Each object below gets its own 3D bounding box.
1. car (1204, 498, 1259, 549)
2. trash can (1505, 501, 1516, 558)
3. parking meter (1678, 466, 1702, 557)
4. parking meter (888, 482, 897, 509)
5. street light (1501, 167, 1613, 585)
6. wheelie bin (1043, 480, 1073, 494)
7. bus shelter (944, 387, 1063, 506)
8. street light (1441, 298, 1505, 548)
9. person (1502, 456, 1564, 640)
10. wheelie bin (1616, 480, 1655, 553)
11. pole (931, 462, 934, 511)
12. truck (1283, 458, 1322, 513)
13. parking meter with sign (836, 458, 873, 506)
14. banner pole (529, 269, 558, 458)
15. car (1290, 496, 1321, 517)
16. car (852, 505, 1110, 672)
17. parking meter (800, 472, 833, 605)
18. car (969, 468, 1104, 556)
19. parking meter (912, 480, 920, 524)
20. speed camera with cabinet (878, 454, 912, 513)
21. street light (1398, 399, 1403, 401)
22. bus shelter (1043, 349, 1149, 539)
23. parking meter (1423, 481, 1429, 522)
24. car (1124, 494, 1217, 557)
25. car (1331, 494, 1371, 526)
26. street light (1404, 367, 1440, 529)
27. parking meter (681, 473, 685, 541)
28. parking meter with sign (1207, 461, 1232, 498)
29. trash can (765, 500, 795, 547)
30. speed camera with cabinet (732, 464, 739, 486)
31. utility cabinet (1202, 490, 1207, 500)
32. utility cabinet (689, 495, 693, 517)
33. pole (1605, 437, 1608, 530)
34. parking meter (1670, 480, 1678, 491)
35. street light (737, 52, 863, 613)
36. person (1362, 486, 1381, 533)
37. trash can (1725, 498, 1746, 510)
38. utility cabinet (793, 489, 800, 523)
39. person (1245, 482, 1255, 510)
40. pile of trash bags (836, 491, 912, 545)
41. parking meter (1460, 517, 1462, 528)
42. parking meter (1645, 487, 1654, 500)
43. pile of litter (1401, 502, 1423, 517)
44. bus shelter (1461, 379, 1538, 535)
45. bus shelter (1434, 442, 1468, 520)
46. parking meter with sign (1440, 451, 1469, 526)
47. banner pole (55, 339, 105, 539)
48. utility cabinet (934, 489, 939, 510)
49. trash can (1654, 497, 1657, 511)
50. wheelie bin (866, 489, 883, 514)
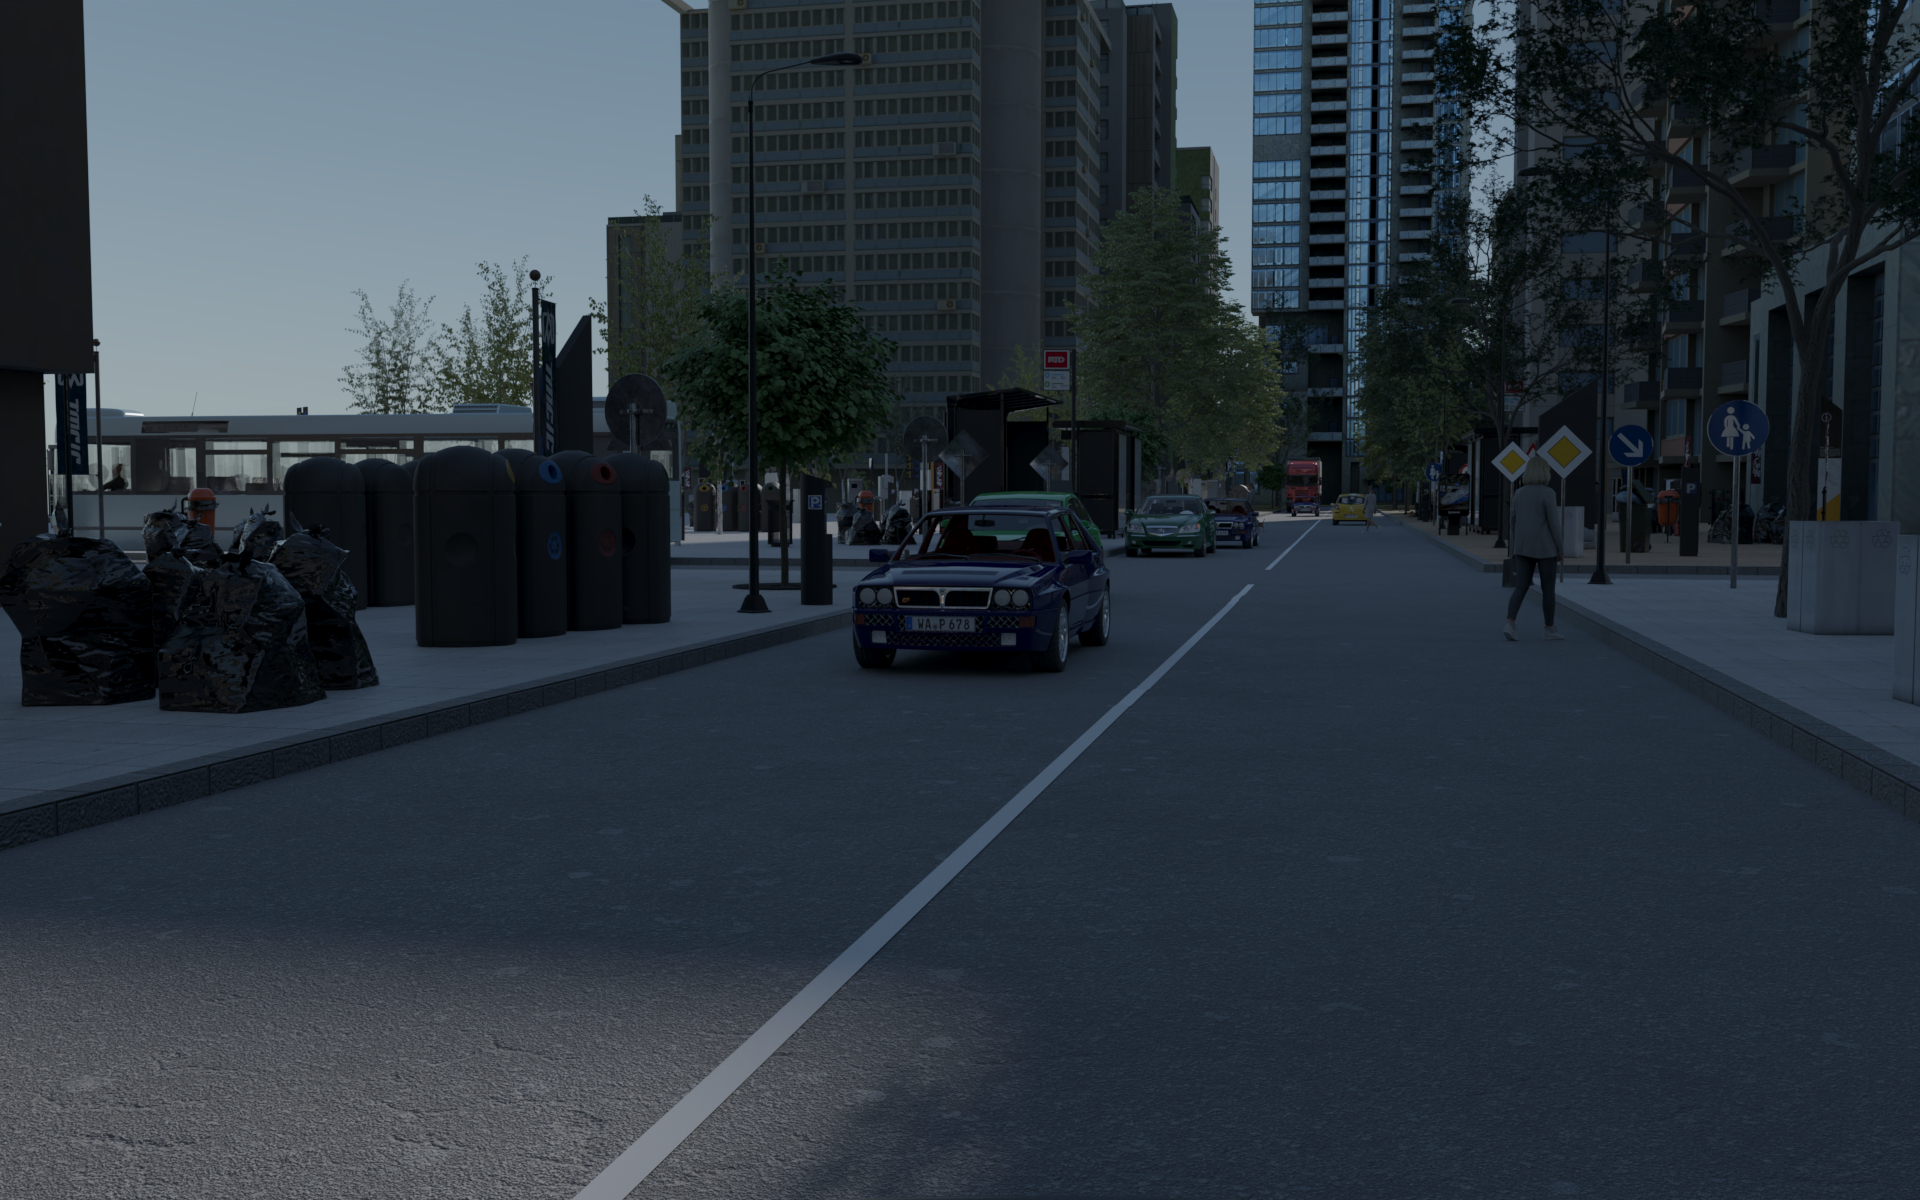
[{"bbox_3d":[7.103,-2.086,46.687,1.945,1.354,3.894,1,4,13],"label":"car"},{"bbox_3d":[10.904,-1.334,33.457,0.748,1.137,0.748,0,3,0],"label":"trash can"},{"bbox_3d":[15.036,-1.830,35.629,0.399,1.863,0.255,1,4,22],"label":"parking meter"},{"bbox_3d":[-3.258,-4.756,83.471,0.399,1.863,0.255,-2,4,-27],"label":"parking meter"},{"bbox_3d":[8.607,-3.187,24.652,1.470,5.913,1.316,1,4,13],"label":"street light"},{"bbox_3d":[2.176,-1.918,39.271,0.980,1.594,0.693,0,4,-7],"label":"wheelie bin"},{"bbox_3d":[1.118,-3.060,41.313,1.731,3.624,6.357,1,4,13],"label":"bus shelter"},{"bbox_3d":[12.316,-4.194,41.116,1.470,5.913,1.316,1,4,13],"label":"street light"},{"bbox_3d":[5.577,-0.509,17.007,0.728,1.800,0.709,-2,4,-32],"label":"person"},{"bbox_3d":[14.797,-1.841,38.002,0.693,1.594,0.980,2,4,35],"label":"wheelie bin"},{"bbox_3d":[-1.108,-4.403,65.835,0.158,3.312,0.155,0,3,0],"label":"pole"},{"bbox_3d":[26.879,-8.954,135.315,2.839,4.237,11.283,1,4,13],"label":"truck"},{"bbox_3d":[-5.101,-5.362,83.934,1.738,3.016,0.543,-1,4,-14],"label":"parking meter with sign"},{"bbox_3d":[-4.707,-1.812,19.644,0.401,3.779,0.863,0,4,8],"label":"banner pole"},{"bbox_3d":[22.109,-6.005,110.760,1.945,1.354,3.894,1,4,12],"label":"car"},{"bbox_3d":[0.275,-0.166,15.287,1.945,1.354,3.894,1,4,13],"label":"car"},{"bbox_3d":[-1.663,-0.714,20.080,0.372,1.533,0.369,0,3,0],"label":"parking meter"},{"bbox_3d":[0.836,-0.873,23.068,1.959,1.807,4.718,1,4,12],"label":"car"},{"bbox_3d":[-1.776,-4.049,71.905,0.399,1.863,0.255,2,4,25],"label":"parking meter"},{"bbox_3d":[-2.967,-5.550,85.083,2.038,3.252,0.660,-1,4,-14],"label":"speed camera with cabinet"},{"bbox_3d":[21.927,-6.844,84.442,1.470,5.913,1.316,1,4,13],"label":"street light"},{"bbox_3d":[3.946,-4.459,50.535,2.179,5.291,8.768,1,4,13],"label":"bus shelter"},{"bbox_3d":[21.412,-4.517,79.570,0.255,1.863,0.399,1,4,19],"label":"parking meter"},{"bbox_3d":[5.013,-1.777,40.859,2.131,1.459,4.920,1,4,13],"label":"car"},{"bbox_3d":[18.181,-4.284,80.267,2.015,1.641,3.980,1,4,14],"label":"car"},{"bbox_3d":[17.090,-5.543,63.170,1.470,5.913,1.316,1,4,13],"label":"street light"},{"bbox_3d":[-7.729,-2.573,47.776,0.255,1.863,0.399,-1,4,-10],"label":"parking meter"},{"bbox_3d":[13.482,-5.845,91.827,1.738,3.016,0.543,2,4,34],"label":"parking meter with sign"},{"bbox_3d":[-4.368,-1.859,42.044,0.748,1.137,0.748,0,3,0],"label":"trash can"},{"bbox_3d":[-14.671,-6.872,106.686,2.038,3.252,0.660,0,4,2],"label":"speed camera with cabinet"},{"bbox_3d":[14.891,-5.921,105.490,0.318,1.500,1.173,1,4,12],"label":"utility cabinet"},{"bbox_3d":[-14.487,-5.185,95.929,1.020,1.237,0.306,0,4,1],"label":"utility cabinet"},{"bbox_3d":[23.171,-4.185,62.272,0.158,3.312,0.155,0,3,0],"label":"pole"},{"bbox_3d":[28.692,-3.902,69.512,0.399,1.863,0.255,-2,4,-30],"label":"parking meter"},{"bbox_3d":[-1.705,-2.810,18.482,1.470,5.913,1.316,1,4,13],"label":"street light"},{"bbox_3d":[14.977,-3.289,63.033,0.760,1.731,0.466,2,4,34],"label":"person"},{"bbox_3d":[26.954,-2.970,60.215,0.748,1.137,0.748,0,3,0],"label":"trash can"},{"bbox_3d":[-7.111,-4.156,76.626,0.318,1.500,1.173,-1,4,-16],"label":"utility cabinet"},{"bbox_3d":[8.886,-2.753,53.779,0.573,1.790,0.520,-1,4,-9],"label":"person"},{"bbox_3d":[-2.276,-2.147,44.858,1.912,1.369,3.447,-1,4,-11],"label":"pile of trash bags"},{"bbox_3d":[18.562,-3.607,64.680,0.399,1.863,0.255,2,4,32],"label":"parking meter"},{"bbox_3d":[26.321,-3.534,66.186,0.372,1.533,0.369,0,3,0],"label":"parking meter"},{"bbox_3d":[25.286,-5.018,96.009,1.719,0.858,1.176,1,4,12],"label":"pile of litter"},{"bbox_3d":[18.061,-4.926,58.168,2.179,5.291,8.768,1,4,13],"label":"bus shelter"},{"bbox_3d":[23.320,-5.527,81.643,1.731,3.624,6.357,1,4,13],"label":"bus shelter"},{"bbox_3d":[20.220,-4.486,69.604,1.738,3.016,0.543,0,4,3],"label":"parking meter with sign"},{"bbox_3d":[-14.083,-2.314,27.843,0.863,3.779,0.401,-3,5,-39],"label":"banner pole"},{"bbox_3d":[-0.702,-4.031,74.580,1.173,1.500,0.318,-1,4,-21],"label":"utility cabinet"},{"bbox_3d":[30.591,-3.933,75.962,0.748,1.137,0.748,0,3,0],"label":"trash can"},{"bbox_3d":[-5.158,-6.181,108.966,0.980,1.594,0.693,-2,4,-24],"label":"wheelie bin"}]
